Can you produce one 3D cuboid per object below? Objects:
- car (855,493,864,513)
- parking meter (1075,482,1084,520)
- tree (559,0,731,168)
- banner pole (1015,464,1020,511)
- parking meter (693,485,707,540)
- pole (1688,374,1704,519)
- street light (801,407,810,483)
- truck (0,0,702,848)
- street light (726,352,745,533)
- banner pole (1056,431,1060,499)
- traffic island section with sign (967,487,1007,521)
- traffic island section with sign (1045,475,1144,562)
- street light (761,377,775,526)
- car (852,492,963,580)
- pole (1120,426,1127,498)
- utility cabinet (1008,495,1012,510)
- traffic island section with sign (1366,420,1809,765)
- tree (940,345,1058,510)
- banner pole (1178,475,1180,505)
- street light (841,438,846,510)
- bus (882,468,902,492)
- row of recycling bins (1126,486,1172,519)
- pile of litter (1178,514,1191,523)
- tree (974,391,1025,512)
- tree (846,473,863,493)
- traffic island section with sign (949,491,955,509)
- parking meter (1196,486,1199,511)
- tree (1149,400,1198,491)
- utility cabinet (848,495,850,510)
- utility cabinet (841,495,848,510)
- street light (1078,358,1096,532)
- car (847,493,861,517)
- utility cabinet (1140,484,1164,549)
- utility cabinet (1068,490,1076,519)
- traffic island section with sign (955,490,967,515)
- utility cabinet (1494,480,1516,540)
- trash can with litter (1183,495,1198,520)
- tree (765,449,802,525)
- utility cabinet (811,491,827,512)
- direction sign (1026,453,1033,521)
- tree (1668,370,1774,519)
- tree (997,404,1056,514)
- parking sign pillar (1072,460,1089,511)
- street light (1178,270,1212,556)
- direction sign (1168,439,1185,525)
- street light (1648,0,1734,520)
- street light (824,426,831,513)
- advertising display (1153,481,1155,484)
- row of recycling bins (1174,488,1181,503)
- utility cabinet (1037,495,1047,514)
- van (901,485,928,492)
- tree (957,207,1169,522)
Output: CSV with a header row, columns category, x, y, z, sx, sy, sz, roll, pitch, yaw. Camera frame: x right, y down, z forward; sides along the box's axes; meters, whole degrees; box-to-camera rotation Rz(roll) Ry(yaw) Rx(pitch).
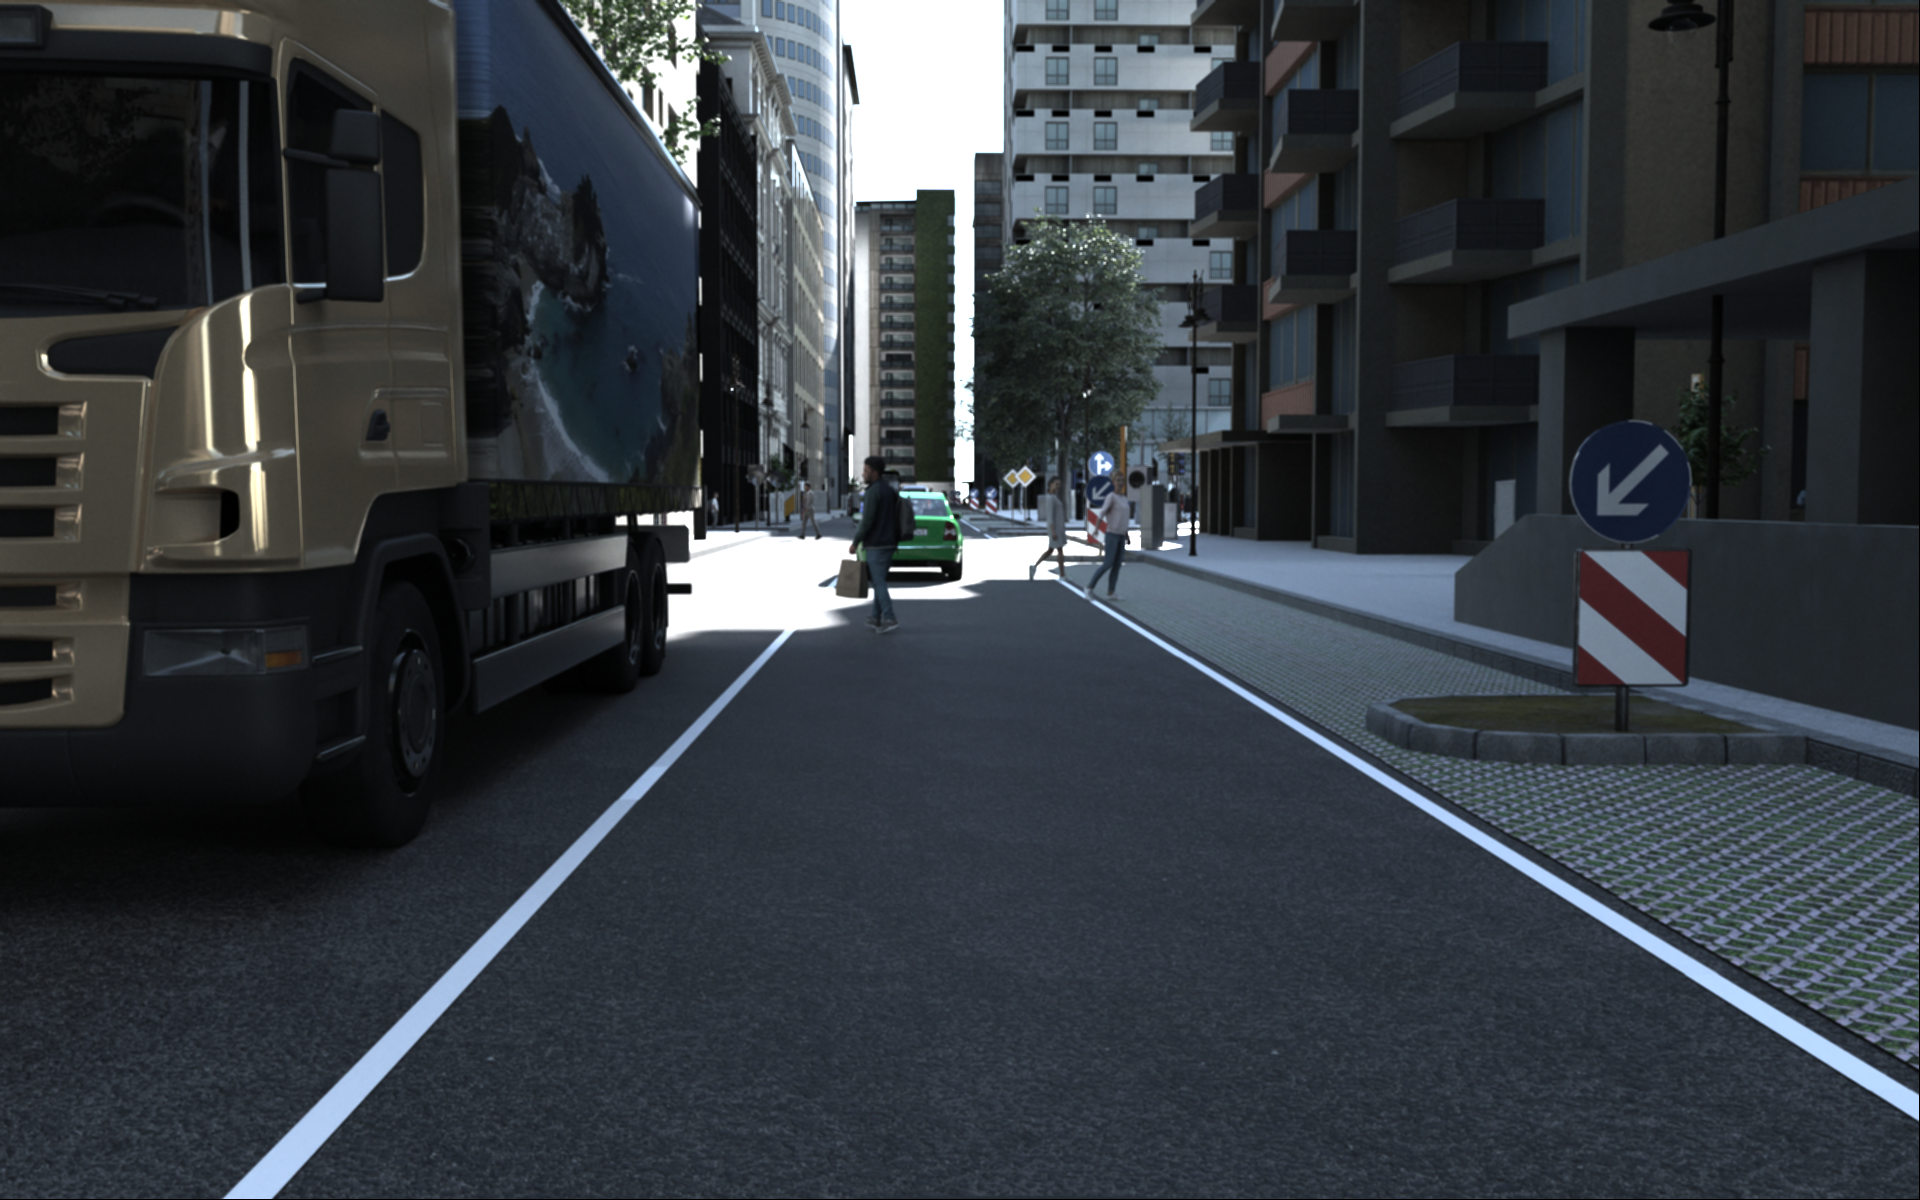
category,x,y,z,sx,sy,sz,roll,pitch,yaw
car,-5.239,-5.545,100.254,1.945,1.707,3.694,0,4,-3
parking meter,5.857,-4.829,84.666,0.399,1.863,0.255,3,4,38
tree,-6.581,-5.813,20.806,9.928,11.665,9.643,0,3,0
banner pole,4.310,-8.544,129.718,0.401,3.779,0.863,-2,4,-28
parking meter,-7.261,-2.442,48.337,0.372,1.533,0.369,0,3,0
pole,12.535,-2.182,29.516,0.158,3.312,0.155,0,3,0
street light,-8.198,-7.289,91.958,0.468,5.910,1.993,0,4,-1
truck,-3.472,-1.313,10.385,2.839,4.237,11.283,0,4,-1
street light,-7.310,-5.129,56.641,0.468,5.910,1.993,0,4,-1
banner pole,3.844,-4.793,68.379,0.401,3.779,0.863,1,4,12
traffic island section with sign,1.515,-5.136,92.596,1.989,1.847,2.006,0,4,-1
traffic island section with sign,2.828,-1.735,36.991,1.989,1.847,2.006,0,4,-1
street light,-7.616,-5.870,68.765,0.468,5.910,1.993,0,4,-1
car,-0.909,-1.311,30.230,1.959,1.807,4.718,0,4,-3
pole,4.906,-3.558,52.019,0.158,3.312,0.155,0,3,0
utility cabinet,4.051,-7.962,141.343,0.306,1.237,1.020,0,4,0
traffic island section with sign,3.463,-0.087,10.044,1.989,1.847,2.006,0,4,-1
tree,3.344,-13.895,137.556,12.009,13.543,11.850,0,3,0
banner pole,13.773,-7.265,108.802,0.401,3.779,0.863,1,4,17
street light,-9.266,-10.128,138.382,0.468,5.910,1.993,0,4,-1
bus,-7.005,-10.659,165.823,2.896,3.916,12.252,0,4,-2
row of recycling bins,9.007,-5.016,89.121,3.534,1.692,1.069,-1,4,-12
pile of litter,9.447,-3.878,77.363,1.719,0.858,1.176,2,4,35
tree,3.105,-10.577,123.289,4.737,8.622,4.395,0,3,0
tree,-10.091,-10.318,163.300,1.663,3.219,1.824,0,3,0
traffic island section with sign,-0.296,-9.852,169.701,1.989,1.847,2.006,0,4,-1
parking meter,16.795,-7.082,121.502,0.399,1.863,0.255,-1,4,-10
tree,16.642,-11.194,133.382,4.360,8.622,3.978,0,3,0
utility cabinet,-9.103,-7.995,141.884,0.306,1.237,1.020,1,4,15
utility cabinet,-9.488,-7.919,140.642,0.306,1.237,1.020,0,4,-1
street light,4.331,-5.276,59.057,0.468,5.910,1.993,0,4,-1
car,-6.153,-6.266,111.481,2.155,1.783,4.494,0,4,-1
utility cabinet,4.454,-1.931,40.254,0.318,1.500,1.173,1,4,20
utility cabinet,5.890,-4.912,88.998,0.318,1.500,1.173,2,4,32
traffic island section with sign,0.855,-6.824,120.208,1.989,1.847,2.006,0,4,-1
utility cabinet,8.488,-1.122,27.028,0.318,1.500,1.173,1,4,18
trash can with litter,11.827,-4.610,86.439,2.233,1.210,1.678,1,4,21
tree,-7.742,-4.802,73.113,1.663,3.219,1.824,0,3,0
utility cabinet,-9.640,-6.744,118.941,1.173,1.500,0.318,0,4,2
direction sign,3.337,-5.616,83.822,0.379,3.537,0.876,1,4,18
tree,11.408,-1.973,26.863,1.663,3.219,1.824,0,3,0
tree,4.011,-9.849,111.392,4.360,8.622,3.978,0,3,0
parking sign pillar,9.080,-8.704,130.786,1.447,3.967,1.447,0,4,0
street light,4.846,-3.858,35.863,0.468,5.910,1.993,0,4,-1
direction sign,8.949,-4.875,71.702,0.876,3.537,0.379,-2,4,-33
street light,5.425,-2.422,12.383,0.468,5.910,1.993,0,4,-1
street light,-8.781,-8.709,115.186,0.468,5.910,1.993,0,4,-1
advertising display,9.275,-4.866,84.771,0.123,1.923,0.974,2,4,32
row of recycling bins,13.069,-6.655,115.929,3.534,1.692,1.069,2,4,23
utility cabinet,5.334,-6.021,109.609,0.306,1.237,1.020,-3,5,-41
van,-2.260,-4.828,85.956,2.013,2.044,4.112,0,4,-1
tree,4.767,-10.492,78.196,9.857,13.997,8.962,0,3,0
